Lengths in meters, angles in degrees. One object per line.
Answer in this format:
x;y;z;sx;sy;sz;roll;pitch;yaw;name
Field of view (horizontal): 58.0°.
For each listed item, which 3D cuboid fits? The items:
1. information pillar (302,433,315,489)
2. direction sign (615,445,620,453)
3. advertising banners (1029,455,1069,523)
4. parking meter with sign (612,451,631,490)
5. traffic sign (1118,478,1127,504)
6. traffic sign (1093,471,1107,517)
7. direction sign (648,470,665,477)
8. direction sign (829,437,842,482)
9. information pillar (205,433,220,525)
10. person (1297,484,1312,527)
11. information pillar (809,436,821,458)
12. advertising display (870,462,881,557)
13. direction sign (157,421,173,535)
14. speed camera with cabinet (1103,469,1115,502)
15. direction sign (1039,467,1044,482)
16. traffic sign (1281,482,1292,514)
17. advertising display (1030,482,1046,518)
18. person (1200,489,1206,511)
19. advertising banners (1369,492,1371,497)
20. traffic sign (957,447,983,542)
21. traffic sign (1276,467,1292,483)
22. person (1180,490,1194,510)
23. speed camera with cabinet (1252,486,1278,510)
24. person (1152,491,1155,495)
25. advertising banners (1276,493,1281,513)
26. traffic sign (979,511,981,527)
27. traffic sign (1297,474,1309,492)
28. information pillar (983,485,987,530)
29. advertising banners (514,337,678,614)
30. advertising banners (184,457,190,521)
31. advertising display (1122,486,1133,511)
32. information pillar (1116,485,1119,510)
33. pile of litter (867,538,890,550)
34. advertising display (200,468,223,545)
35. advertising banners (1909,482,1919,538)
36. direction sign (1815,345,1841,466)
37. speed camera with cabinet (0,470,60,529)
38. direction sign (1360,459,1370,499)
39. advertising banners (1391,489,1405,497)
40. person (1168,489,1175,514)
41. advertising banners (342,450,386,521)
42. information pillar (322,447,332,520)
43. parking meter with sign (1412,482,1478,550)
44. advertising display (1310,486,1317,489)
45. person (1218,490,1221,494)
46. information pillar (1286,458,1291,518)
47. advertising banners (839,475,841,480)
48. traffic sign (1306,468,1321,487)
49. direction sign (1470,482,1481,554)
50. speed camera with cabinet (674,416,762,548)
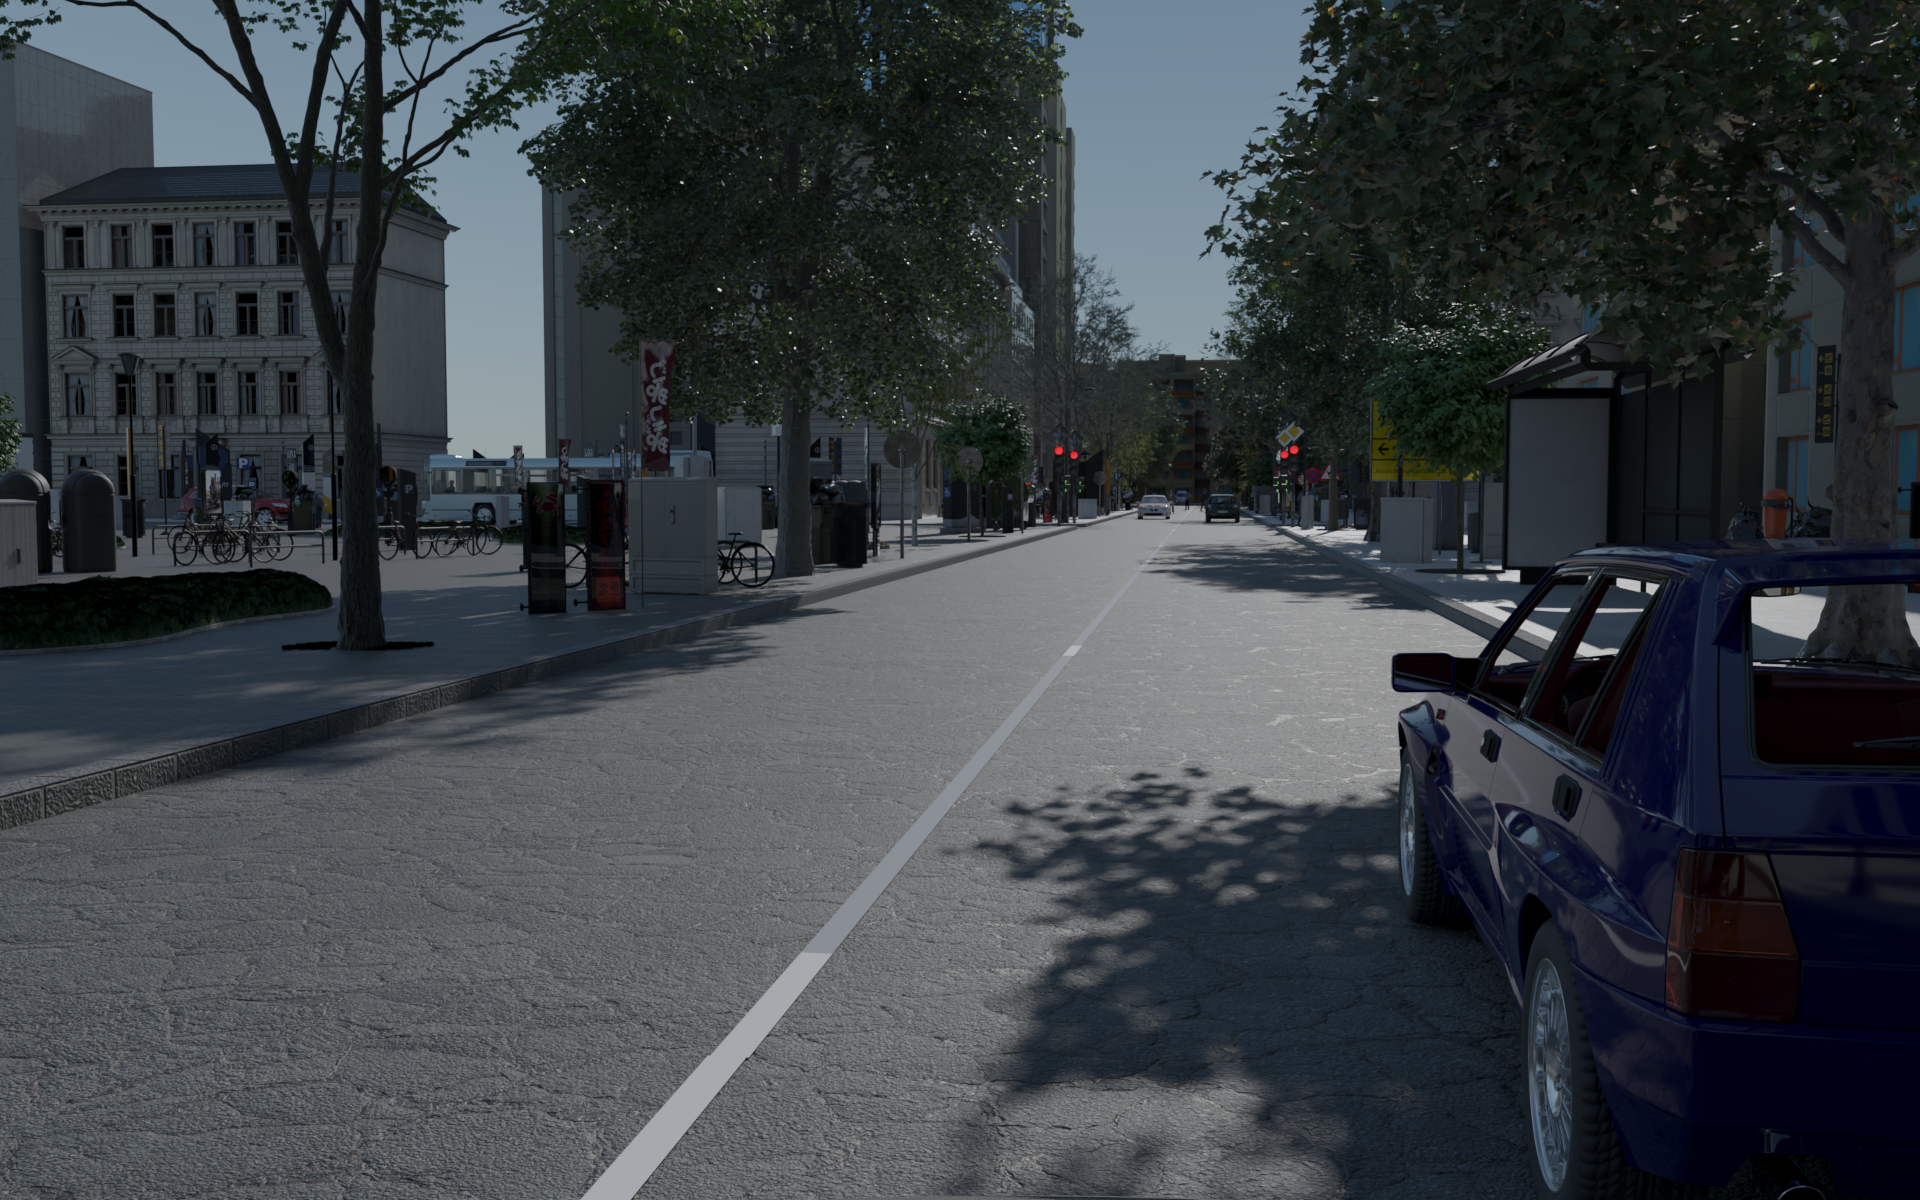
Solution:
-24.928;-4.586;66.337;0.183;3.616;0.504;3;5;41;information pillar
-15.611;-5.349;79.452;0.379;3.537;0.876;-2;4;-34;direction sign
3.949;-4.969;77.433;2.074;3.025;0.090;2;4;34;advertising banners
-13.720;-4.497;69.788;0.543;3.016;1.738;1;4;15;parking meter with sign
12.675;-8.258;135.122;0.768;2.556;0.104;1;4;9;traffic sign
7.773;-5.889;96.393;0.768;2.556;0.104;1;4;14;traffic sign
-10.443;-4.125;59.438;0.876;3.537;0.379;2;4;34;direction sign
-4.985;-4.730;69.327;0.379;3.537;0.876;2;4;30;direction sign
-28.517;-4.572;66.100;0.504;3.616;0.183;-2;4;-31;information pillar
14.093;-3.810;70.764;0.622;1.834;0.822;0;4;-7;person
-5.871;-4.831;70.340;0.504;3.616;0.183;-2;4;-26;information pillar
-1.733;-1.867;35.739;0.123;1.923;0.974;0;4;3;advertising display
-24.918;-3.809;54.273;0.379;3.537;0.876;0;4;-1;direction sign
11.849;-8.809;138.370;0.660;3.252;2.038;-1;4;-10;speed camera with cabinet
6.610;-9.258;143.358;0.379;3.537;0.876;3;5;44;direction sign
21.269;-6.890;112.653;0.884;2.594;0.081;1;4;14;traffic sign
4.173;-5.432;94.022;0.974;1.923;0.123;1;4;9;advertising display
20.128;-8.212;142.539;0.755;1.850;0.659;0;4;8;person
25.141;-6.691;105.589;0.090;3.025;2.074;0;4;6;advertising banners
0.236;-2.846;46.645;0.768;2.556;0.104;1;4;15;traffic sign
14.707;-4.796;78.517;0.768;2.556;0.104;1;4;17;traffic sign
20.277;-8.942;154.691;1.348;1.826;0.705;-1;4;-17;person
24.527;-8.863;139.250;2.038;3.252;0.660;3;4;36;speed camera with cabinet
25.778;-13.669;231.858;0.599;1.838;0.709;-1;4;-18;person
21.649;-7.369;116.674;0.090;3.025;2.074;-2;4;-27;advertising banners
0.657;-3.561;58.334;0.768;2.556;0.104;1;4;11;traffic sign
21.338;-6.581;107.703;0.768;2.556;0.104;1;4;16;traffic sign
0.731;-3.460;61.055;0.304;2.012;0.304;3;4;37;information pillar
-3.929;-1.398;19.046;0.090;3.025;2.074;3;5;44;advertising banners
-37.075;-5.350;83.657;0.090;3.025;2.074;0;4;-5;advertising banners
12.975;-7.887;134.172;0.974;1.923;0.123;-1;4;-22;advertising display
12.599;-8.159;137.891;0.304;2.012;0.304;0;4;1;information pillar
-2.273;-1.639;40.765;1.176;0.858;1.719;-1;4;-14;pile of litter
-18.667;-2.326;43.242;0.123;1.923;0.974;0;4;0;advertising display
12.421;-1.593;22.227;0.090;3.025;2.074;-2;4;-28;advertising banners
13.283;-2.094;26.241;0.379;3.537;0.876;-1;4;-17;direction sign
-32.809;-4.067;60.831;2.038;3.252;0.660;0;4;1;speed camera with cabinet
25.929;-7.260;110.696;0.876;3.537;0.379;-1;4;-20;direction sign
13.445;-3.536;54.000;0.090;3.025;2.074;3;4;36;advertising banners
15.017;-6.986;123.273;0.519;1.759;0.362;1;4;16;person
-23.521;-4.449;68.922;2.074;3.025;0.090;0;4;-1;advertising banners
-31.620;-5.831;86.694;0.504;3.616;0.183;0;4;-2;information pillar
11.164;-2.648;39.559;1.738;3.016;0.543;0;4;-5;parking meter with sign
27.165;-7.814;132.969;0.123;1.923;0.974;3;4;37;advertising display
24.462;-9.458;163.152;0.705;1.823;1.348;1;4;19;person
17.839;-6.273;93.923;0.183;3.616;0.504;-1;4;-15;information pillar
-5.594;-5.355;83.747;0.090;3.025;2.074;1;4;14;advertising banners
17.030;-5.105;83.568;0.768;2.556;0.104;1;4;13;traffic sign
11.237;-2.776;37.377;0.876;3.537;0.379;0;4;6;direction sign
-5.788;-2.882;41.464;2.038;3.252;0.660;-2;4;-33;speed camera with cabinet
